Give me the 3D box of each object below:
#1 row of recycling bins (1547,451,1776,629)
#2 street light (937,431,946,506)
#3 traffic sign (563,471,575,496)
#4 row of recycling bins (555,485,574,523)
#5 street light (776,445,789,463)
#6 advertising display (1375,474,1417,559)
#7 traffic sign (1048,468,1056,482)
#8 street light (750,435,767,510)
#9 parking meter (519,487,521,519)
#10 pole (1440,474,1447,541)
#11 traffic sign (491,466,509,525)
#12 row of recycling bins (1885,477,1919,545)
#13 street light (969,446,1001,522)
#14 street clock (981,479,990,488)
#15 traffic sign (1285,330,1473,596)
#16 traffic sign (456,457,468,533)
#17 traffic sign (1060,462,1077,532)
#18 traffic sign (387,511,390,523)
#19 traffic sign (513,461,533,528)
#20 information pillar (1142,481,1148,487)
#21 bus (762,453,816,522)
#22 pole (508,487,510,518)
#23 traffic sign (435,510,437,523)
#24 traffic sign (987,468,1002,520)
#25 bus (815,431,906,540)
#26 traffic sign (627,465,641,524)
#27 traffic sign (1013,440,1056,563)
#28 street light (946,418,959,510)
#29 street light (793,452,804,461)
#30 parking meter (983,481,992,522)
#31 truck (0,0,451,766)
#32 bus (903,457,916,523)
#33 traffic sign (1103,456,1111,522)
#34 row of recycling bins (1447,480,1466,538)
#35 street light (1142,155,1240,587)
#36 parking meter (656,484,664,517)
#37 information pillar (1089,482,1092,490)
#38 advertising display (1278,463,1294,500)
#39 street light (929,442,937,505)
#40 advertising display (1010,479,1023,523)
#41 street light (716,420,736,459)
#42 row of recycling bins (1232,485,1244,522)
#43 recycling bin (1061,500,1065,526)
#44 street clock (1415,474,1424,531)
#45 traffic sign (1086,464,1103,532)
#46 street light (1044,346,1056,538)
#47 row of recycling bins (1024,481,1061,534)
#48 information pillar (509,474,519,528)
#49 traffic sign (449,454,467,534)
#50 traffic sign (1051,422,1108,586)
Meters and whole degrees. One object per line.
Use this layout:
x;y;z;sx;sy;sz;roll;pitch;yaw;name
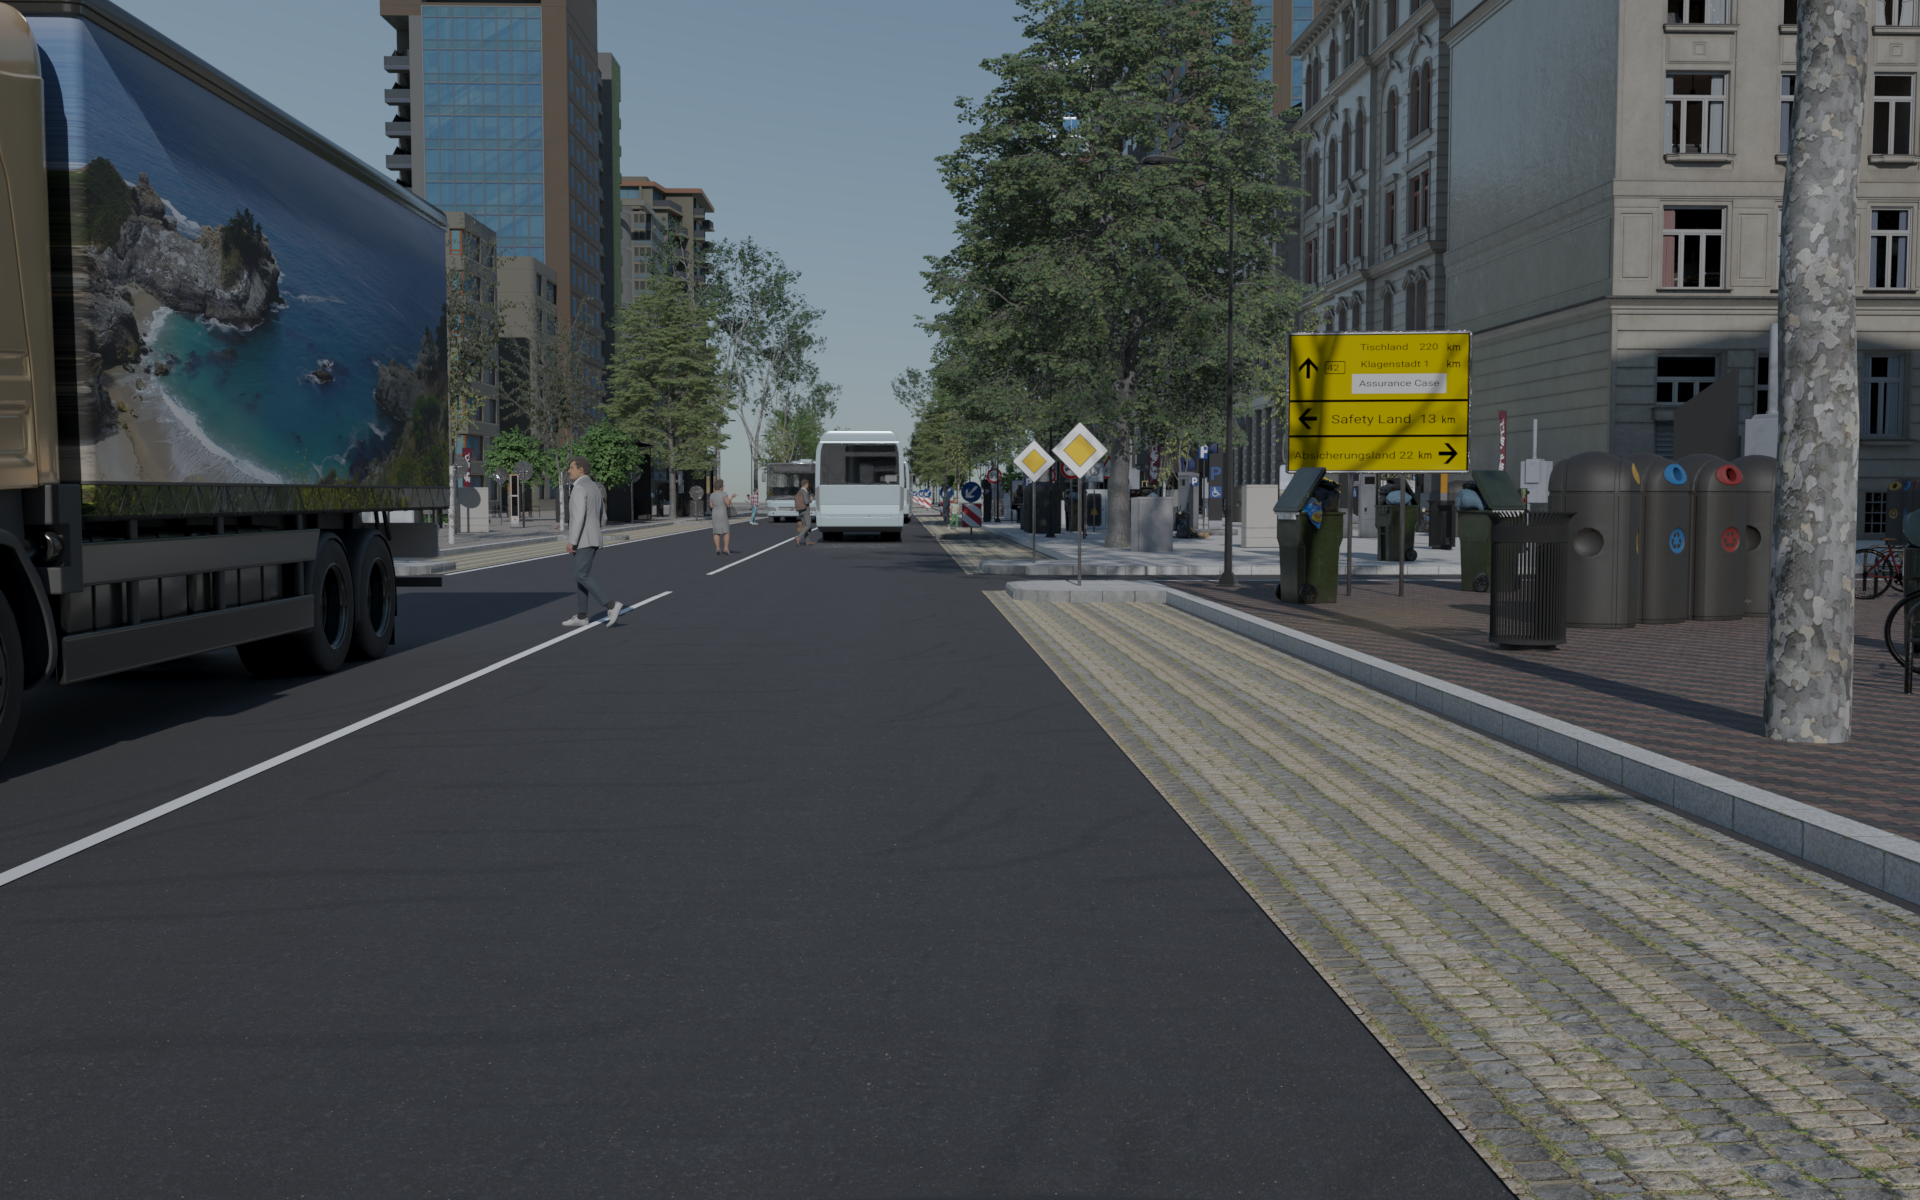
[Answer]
7.234;-0.641;17.590;3.534;1.692;1.069;-2;4;-33;row of recycling bins
-0.750;-9.542;128.550;1.470;5.913;1.316;0;4;-2;street light
-17.013;-4.488;75.516;0.606;2.300;0.079;0;4;1;traffic sign
-17.522;-4.310;77.587;1.069;1.692;3.534;-1;4;-21;row of recycling bins
-16.738;-11.647;162.961;1.470;5.913;1.316;0;4;-2;street light
8.610;-1.774;34.212;0.974;1.923;0.123;-2;4;-29;advertising display
4.181;-5.023;82.236;0.768;2.556;0.104;0;4;-1;traffic sign
-15.783;-9.981;135.737;1.470;5.913;1.316;0;4;-2;street light
-23.265;-5.206;90.824;0.399;1.863;0.255;-3;4;-36;parking meter
12.089;-3.022;43.258;0.158;3.312;0.155;0;3;0;pole
-18.751;-4.255;70.749;0.795;2.450;0.064;0;4;5;traffic sign
22.457;-2.028;40.264;1.069;1.692;3.534;1;4;14;row of recycling bins
1.165;-6.459;78.147;1.470;5.913;1.316;0;4;-2;street light
1.269;-4.971;85.850;0.358;2.002;0.471;3;5;43;street clock
5.217;-1.700;21.666;2.265;3.308;0.079;0;4;7;traffic sign
-16.514;-3.471;56.851;0.768;2.556;0.104;0;4;1;traffic sign
3.775;-3.581;58.655;0.768;2.556;0.104;0;4;5;traffic sign
-10.465;-1.717;31.714;0.795;2.450;0.064;0;4;-2;traffic sign
-16.701;-4.045;66.242;0.768;2.556;0.104;0;4;1;traffic sign
10.417;-5.677;97.304;0.304;2.012;0.304;2;4;28;information pillar
-8.278;-5.868;90.798;2.948;3.499;13.247;0;4;0;bus
-24.165;-6.061;92.944;0.158;3.312;0.155;0;3;0;pole
-15.436;-3.118;50.979;0.884;2.594;0.081;0;4;1;traffic sign
1.687;-5.170;84.630;0.768;2.556;0.104;0;4;5;traffic sign
-3.180;-3.786;56.757;2.948;3.499;13.247;0;4;-2;bus
-14.077;-4.541;74.350;0.768;2.556;0.104;0;4;1;traffic sign
1.372;-1.742;32.129;0.795;2.450;0.064;0;4;-2;traffic sign
0.066;-8.181;106.297;1.470;5.913;1.316;0;4;-2;street light
-17.871;-13.396;191.563;1.470;5.913;1.316;0;4;-2;street light
1.266;-4.499;79.263;0.399;1.863;0.255;0;4;3;parking meter
-6.060;-1.390;11.634;2.839;4.237;11.283;0;4;-2;truck
-3.790;-5.762;89.073;2.948;3.499;13.247;0;4;-1;bus
5.035;-3.582;58.567;0.884;2.594;0.081;0;4;-1;traffic sign
15.299;-2.780;52.571;1.069;1.692;3.534;1;4;23;row of recycling bins
3.190;-3.142;23.918;1.470;5.913;1.316;0;4;-2;street light
-16.866;-5.599;97.255;0.399;1.863;0.255;-2;4;-32;parking meter
5.894;-5.287;77.804;0.183;3.616;0.504;-1;4;-12;information pillar
6.950;-1.847;35.407;0.974;1.923;0.123;3;5;40;advertising display
-1.797;-11.213;155.871;1.470;5.913;1.316;0;4;-2;street light
2.679;-4.370;76.661;0.974;1.923;0.123;-2;4;-26;advertising display
-14.666;-8.291;108.097;1.470;5.913;1.316;0;4;-2;street light
13.883;-4.422;79.419;3.534;1.692;1.069;-2;4;-33;row of recycling bins
4.250;-3.448;68.926;0.722;1.027;0.722;-1;4;-21;recycling bin
15.997;-3.434;60.720;0.358;2.002;0.471;-3;5;-44;street clock
4.522;-3.441;58.382;0.606;2.300;0.079;0;4;-2;traffic sign
2.130;-4.794;50.923;1.470;5.913;1.316;0;4;-2;street light
2.680;-3.081;57.485;1.069;1.692;3.534;0;4;-5;row of recycling bins
-16.682;-3.688;64.793;0.304;2.012;0.304;-2;4;-23;information pillar
-16.157;-3.383;55.421;0.768;2.556;0.104;0;4;0;traffic sign
1.666;-1.254;24.149;0.795;2.450;0.064;0;4;-2;traffic sign
